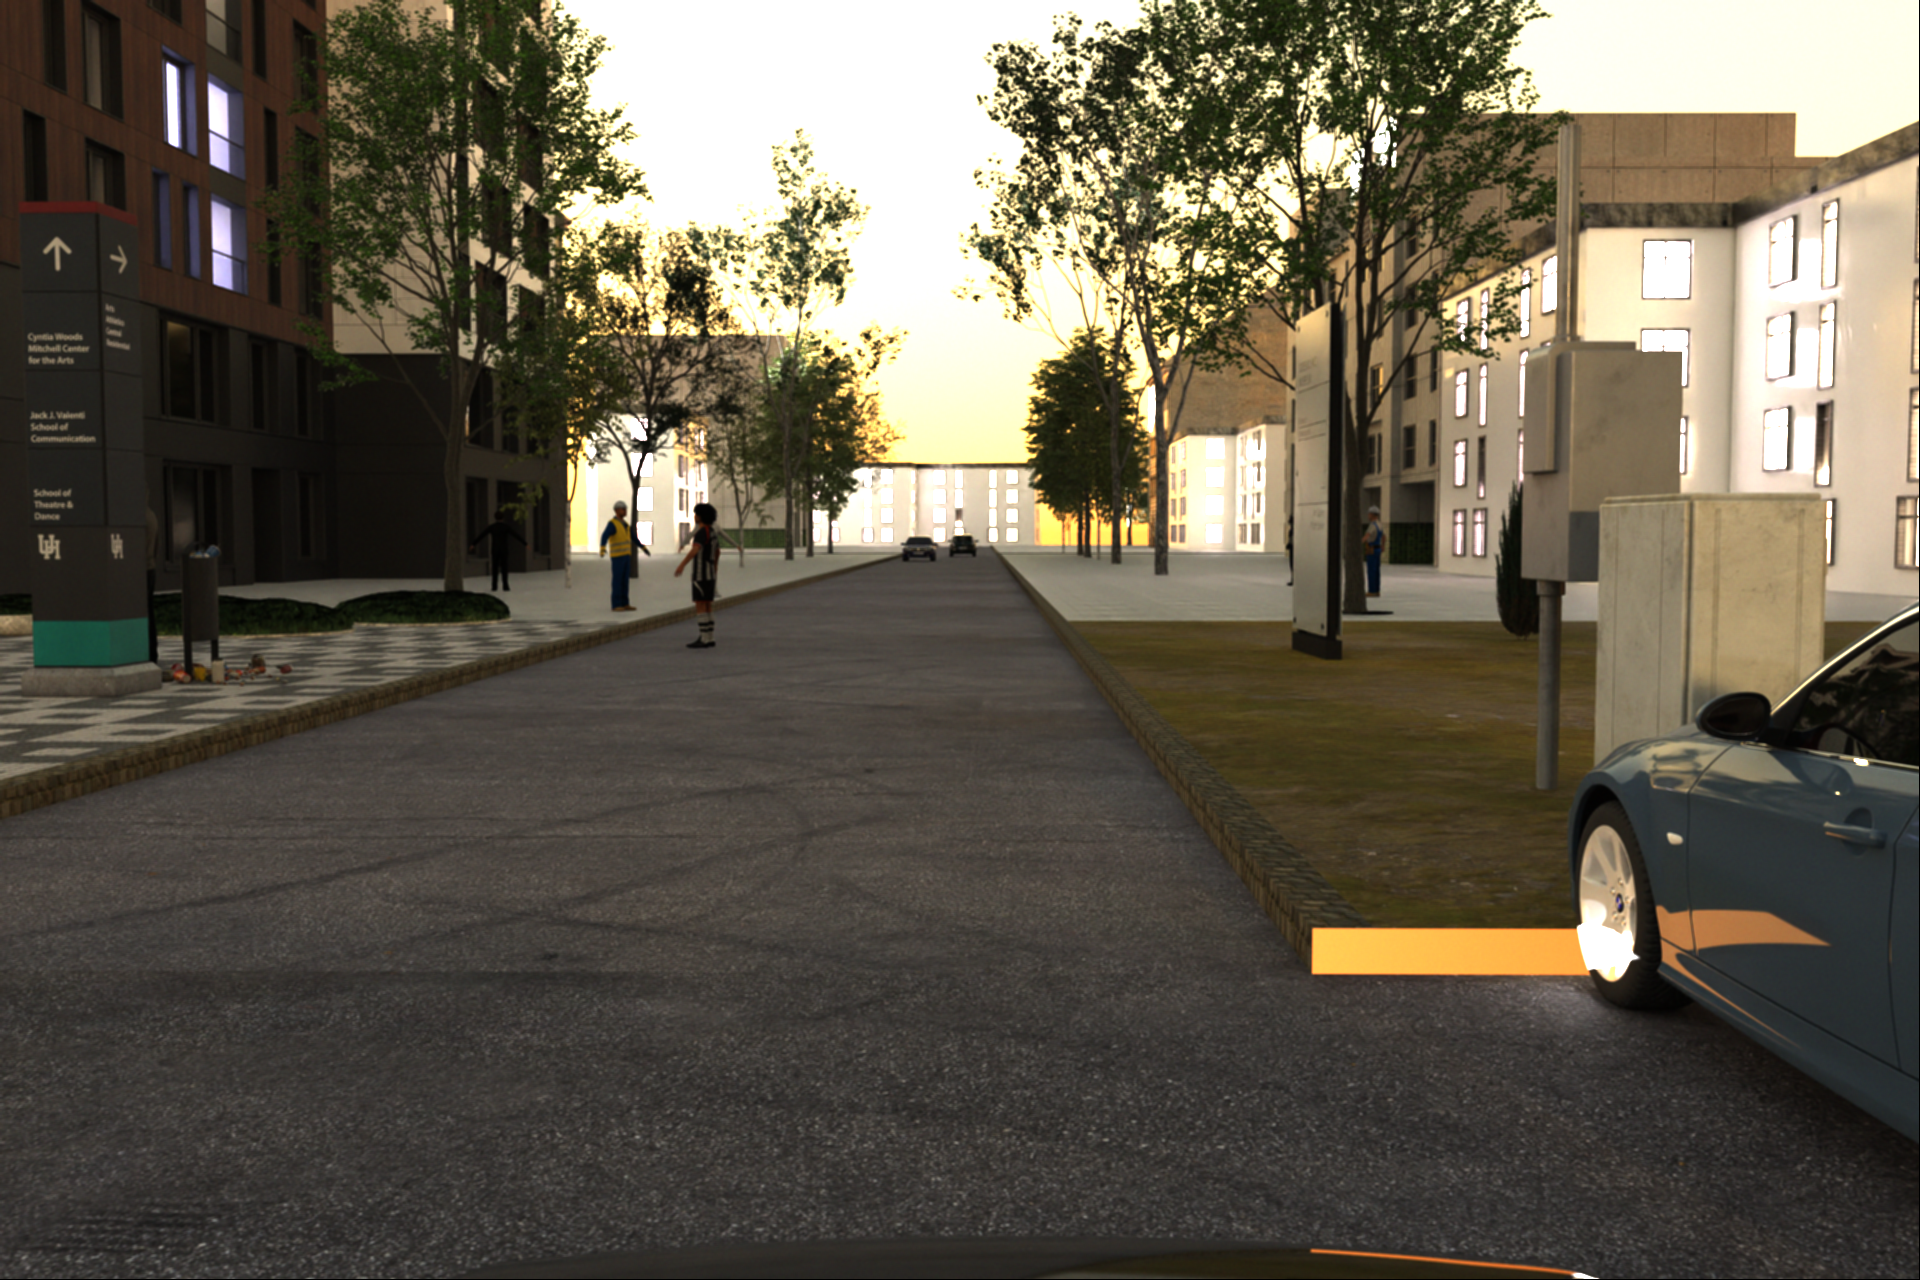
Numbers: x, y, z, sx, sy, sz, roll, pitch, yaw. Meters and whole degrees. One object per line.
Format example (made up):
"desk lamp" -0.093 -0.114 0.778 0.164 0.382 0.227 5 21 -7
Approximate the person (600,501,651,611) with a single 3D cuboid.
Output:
"person" -5.639 -1.403 28.908 0.705 1.833 1.349 2 4 24

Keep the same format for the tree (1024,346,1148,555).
"tree" 7.489 -11.386 104.284 7.486 12.596 7.792 0 3 0

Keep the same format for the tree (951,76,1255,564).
"tree" 5.861 -13.273 72.908 12.611 20.169 13.585 0 3 0

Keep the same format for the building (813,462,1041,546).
"building" -4.901 -15.753 202.173 28.070 9.664 9.099 1 4 10

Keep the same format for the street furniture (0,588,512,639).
"street furniture" -11.497 -0.498 23.767 10.072 0.657 5.734 0 4 -6

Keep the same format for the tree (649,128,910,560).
"tree" -8.870 -13.923 83.528 12.611 20.169 13.585 0 3 0

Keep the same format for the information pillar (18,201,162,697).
"information pillar" -6.994 -1.498 13.866 0.750 3.857 0.750 0 4 2

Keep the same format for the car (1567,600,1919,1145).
"car" 2.817 0.504 3.769 2.014 1.417 4.499 0 4 0

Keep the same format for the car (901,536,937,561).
"car" -2.163 -4.872 92.236 1.945 1.354 3.894 0 4 0

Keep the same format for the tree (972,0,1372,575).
"tree" 6.328 -12.030 52.579 12.611 20.169 13.585 0 3 0

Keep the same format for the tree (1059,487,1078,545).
"tree" 12.886 -15.260 199.855 4.360 8.622 3.978 0 3 0

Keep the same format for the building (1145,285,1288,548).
"building" 27.851 -20.265 162.269 19.493 23.208 18.063 0 4 1

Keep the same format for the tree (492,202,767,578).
"tree" -9.528 -7.051 49.704 8.767 10.594 7.601 0 4 2

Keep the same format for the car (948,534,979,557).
"car" 0.191 -6.204 111.227 2.009 1.686 4.222 0 4 0

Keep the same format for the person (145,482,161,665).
"person" -7.910 -0.642 16.633 0.705 1.813 1.348 -1 4 -9

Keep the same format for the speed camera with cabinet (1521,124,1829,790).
"speed camera with cabinet" 3.148 -0.824 7.808 0.660 3.252 2.038 0 4 0

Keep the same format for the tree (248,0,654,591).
"tree" -9.354 -6.502 32.070 9.928 11.665 9.643 0 3 0

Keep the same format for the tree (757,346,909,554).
"tree" -8.300 -12.322 111.836 12.009 13.543 11.850 0 3 0

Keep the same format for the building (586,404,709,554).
"building" -22.783 -11.248 126.048 9.099 9.664 28.070 0 4 0

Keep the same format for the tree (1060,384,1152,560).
"tree" 7.094 -8.265 85.487 4.737 8.622 4.395 0 3 0

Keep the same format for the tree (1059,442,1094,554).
"tree" 6.802 -9.876 111.838 4.737 8.622 4.395 0 3 0

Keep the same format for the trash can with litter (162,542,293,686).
"trash can with litter" -6.595 -0.284 15.701 1.678 1.210 2.233 0 4 2

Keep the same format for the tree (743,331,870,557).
"tree" -8.713 -10.974 97.549 7.486 12.596 7.792 0 3 0

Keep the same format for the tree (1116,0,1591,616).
"tree" 6.326 -6.233 27.659 9.928 11.665 9.643 0 3 0

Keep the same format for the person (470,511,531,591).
"person" -10.392 -2.014 39.112 1.347 1.806 0.705 -1 4 -8

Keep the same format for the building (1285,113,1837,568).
"building" 26.660 -13.152 81.492 16.747 18.905 31.486 0 4 0

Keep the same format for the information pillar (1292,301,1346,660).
"information pillar" 3.798 -1.655 18.376 0.184 3.620 1.656 0 4 -1

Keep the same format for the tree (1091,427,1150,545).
"tree" 19.569 -17.851 198.517 9.857 13.997 8.962 0 3 0

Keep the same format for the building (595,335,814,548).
"building" -24.005 -18.530 169.430 16.747 18.905 31.486 0 4 0

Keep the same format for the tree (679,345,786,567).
"tree" -8.361 -7.137 67.055 4.360 8.622 3.978 0 3 0

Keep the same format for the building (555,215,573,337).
"building" -28.582 -14.928 74.994 19.493 23.208 18.063 0 4 1

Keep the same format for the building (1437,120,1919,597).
"building" 20.336 -6.239 44.155 9.099 9.664 28.070 0 4 1

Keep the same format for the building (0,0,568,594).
"building" -28.348 -12.410 46.881 27.936 21.610 32.646 0 4 0

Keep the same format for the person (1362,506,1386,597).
"person" 8.435 -1.809 35.442 0.705 1.847 1.347 3 4 38

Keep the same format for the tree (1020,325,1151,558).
"tree" 6.749 -10.774 94.276 7.486 12.596 7.792 0 3 0

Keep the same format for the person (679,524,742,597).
"person" -5.092 -1.771 35.150 1.347 1.806 0.705 -2 4 -29

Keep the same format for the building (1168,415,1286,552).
"building" 22.388 -11.882 136.410 9.099 9.664 28.070 0 4 1

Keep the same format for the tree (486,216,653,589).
"tree" -9.265 -5.528 40.741 4.737 8.622 4.395 0 3 0

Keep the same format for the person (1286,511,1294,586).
"person" 8.310 -2.285 43.145 0.705 1.856 1.354 1 4 16

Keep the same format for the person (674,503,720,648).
"person" -3.266 -0.813 21.895 0.704 1.843 1.345 1 4 12
